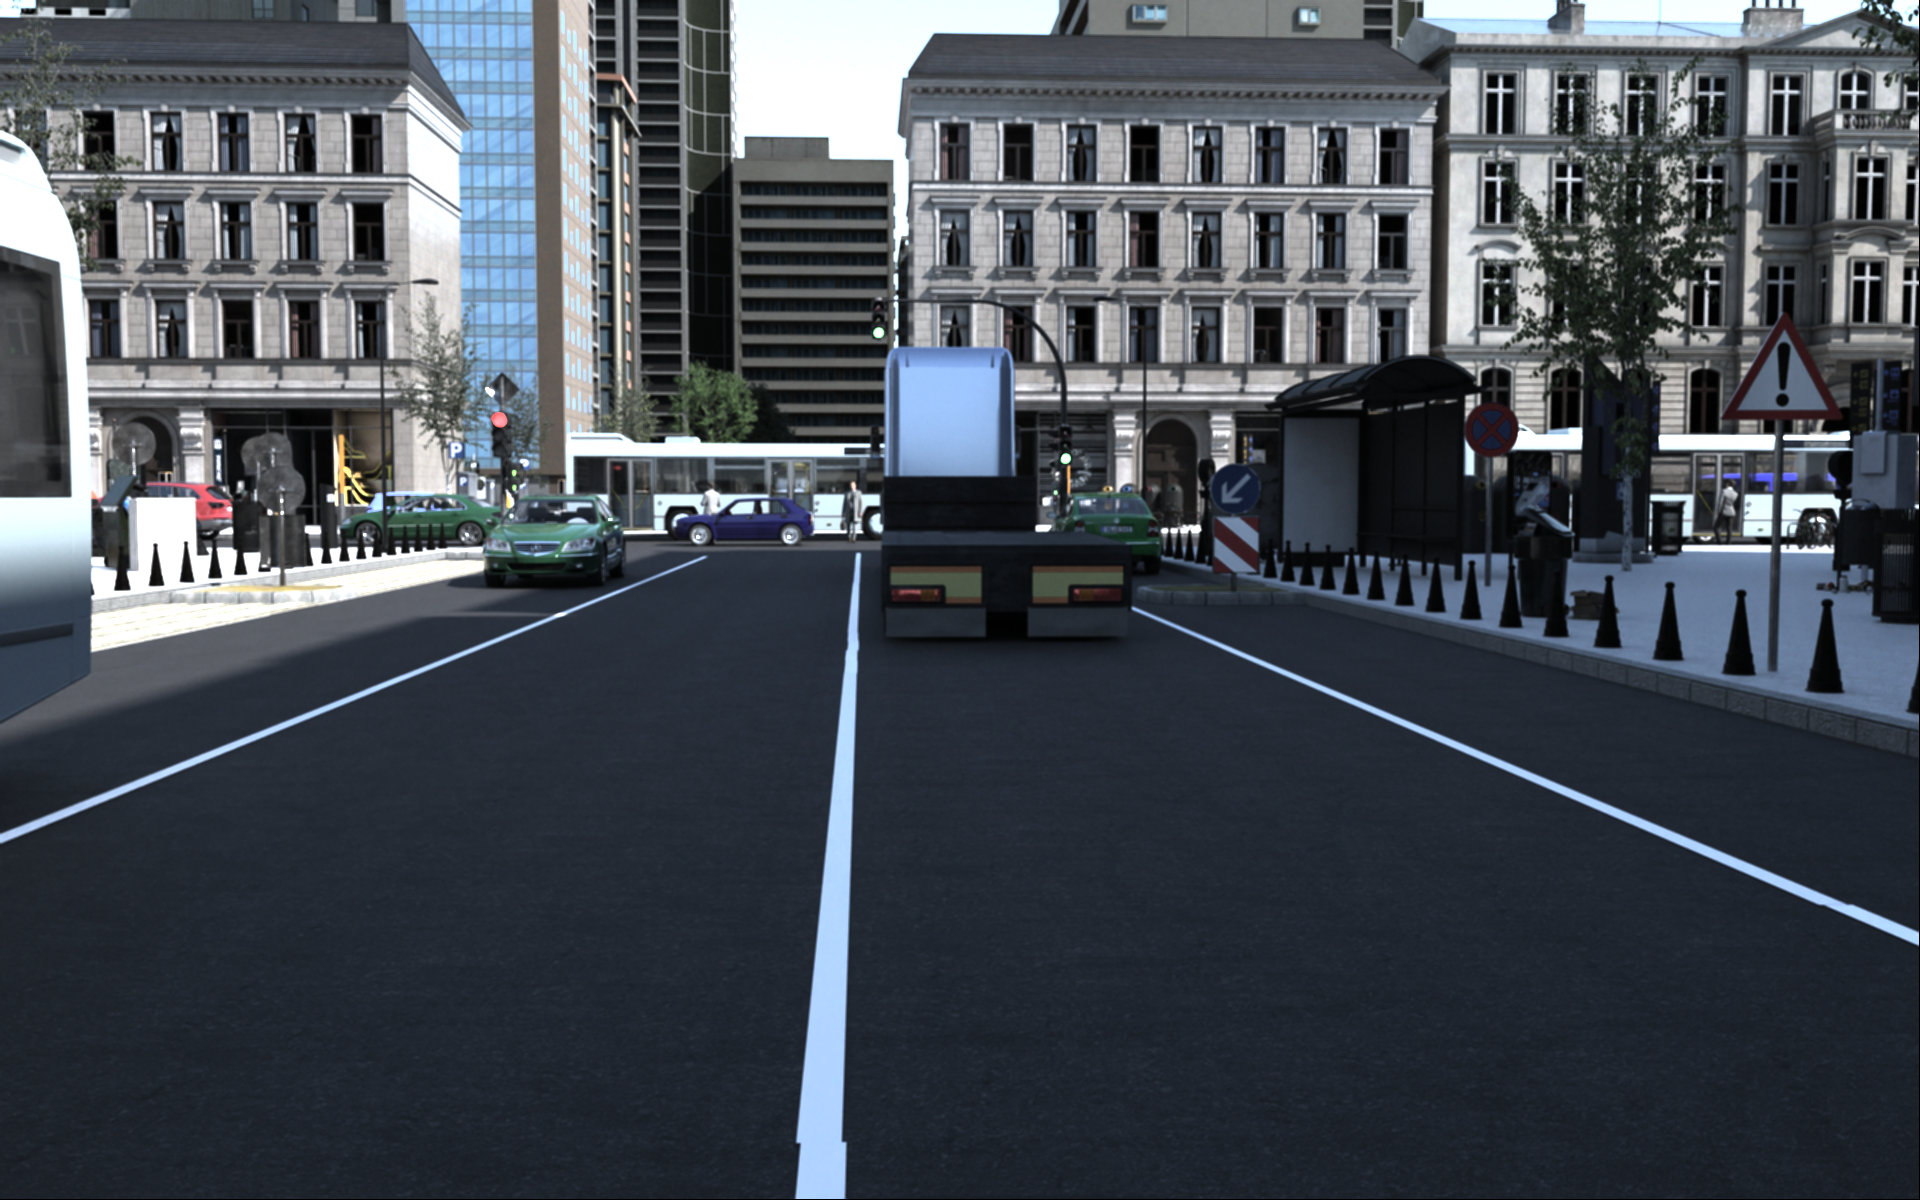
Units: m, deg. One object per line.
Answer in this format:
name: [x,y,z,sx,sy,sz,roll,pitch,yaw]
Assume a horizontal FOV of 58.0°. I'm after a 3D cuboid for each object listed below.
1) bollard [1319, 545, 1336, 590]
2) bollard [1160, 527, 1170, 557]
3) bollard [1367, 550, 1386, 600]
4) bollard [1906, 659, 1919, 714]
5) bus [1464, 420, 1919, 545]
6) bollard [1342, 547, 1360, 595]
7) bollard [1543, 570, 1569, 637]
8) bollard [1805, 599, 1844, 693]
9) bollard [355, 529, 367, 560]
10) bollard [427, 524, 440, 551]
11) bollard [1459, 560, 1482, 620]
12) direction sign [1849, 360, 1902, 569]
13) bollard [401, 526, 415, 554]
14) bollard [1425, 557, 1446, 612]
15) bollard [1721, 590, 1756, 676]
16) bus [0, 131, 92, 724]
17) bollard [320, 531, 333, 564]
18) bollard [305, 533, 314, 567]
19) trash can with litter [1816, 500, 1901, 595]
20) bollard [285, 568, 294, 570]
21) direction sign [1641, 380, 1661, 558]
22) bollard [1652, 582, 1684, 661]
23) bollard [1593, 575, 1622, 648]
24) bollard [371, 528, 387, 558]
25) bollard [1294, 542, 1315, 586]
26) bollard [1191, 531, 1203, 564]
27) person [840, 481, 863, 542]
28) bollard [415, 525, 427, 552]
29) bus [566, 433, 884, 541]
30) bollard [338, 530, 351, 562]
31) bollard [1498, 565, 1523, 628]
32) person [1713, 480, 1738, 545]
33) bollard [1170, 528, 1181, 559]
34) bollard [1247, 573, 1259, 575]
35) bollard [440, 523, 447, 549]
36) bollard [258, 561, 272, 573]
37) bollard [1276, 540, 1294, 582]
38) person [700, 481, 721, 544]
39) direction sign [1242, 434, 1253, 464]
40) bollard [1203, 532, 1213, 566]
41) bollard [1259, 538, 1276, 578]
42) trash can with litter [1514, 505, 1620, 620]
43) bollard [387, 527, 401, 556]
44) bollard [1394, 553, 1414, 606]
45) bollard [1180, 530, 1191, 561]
bollard: [4.942,-0.441,23.257,0.229,0.601,0.229,0,3,0]
bollard: [4.263,-1.177,35.292,0.229,0.601,0.229,0,3,0]
bollard: [5.063,-0.307,21.060,0.229,0.601,0.229,0,3,0]
bollard: [5.683,0.360,10.148,0.229,0.601,0.229,0,3,0]
bus: [19.632,-3.157,46.482,13.247,3.499,2.948,0,4,-3]
bollard: [5.004,-0.373,22.147,0.229,0.601,0.229,0,3,0]
bollard: [5.376,0.027,15.602,0.229,0.601,0.229,0,3,0]
bollard: [5.620,0.294,11.238,0.229,0.601,0.229,0,3,0]
bollard: [-11.725,-1.092,33.902,0.229,0.601,0.229,0,3,0]
bollard: [-12.034,-1.427,39.374,0.229,0.601,0.229,0,3,0]
bollard: [5.249,-0.106,17.777,0.229,0.601,0.229,0,3,0]
direction sign: [15.689,-2.309,29.755,0.379,3.537,0.876,-2,4,-32]
bollard: [-11.911,-1.293,37.188,0.229,0.601,0.229,0,3,0]
bollard: [5.186,-0.173,18.867,0.229,0.601,0.229,0,3,0]
bollard: [5.555,0.227,12.335,0.229,0.601,0.229,0,3,0]
bus: [-5.450,-0.453,2.264,2.948,3.499,13.247,0,4,-3]
bollard: [-11.603,-0.958,31.708,0.229,0.601,0.229,0,3,0]
bollard: [-11.541,-0.892,30.620,0.229,0.601,0.229,0,3,0]
trash can with litter: [12.321,-0.725,22.916,2.233,1.210,1.678,0,4,-4]
bollard: [-11.480,-0.824,29.517,0.229,0.601,0.229,0,3,0]
direction sign: [13.880,-2.623,34.888,0.379,3.537,0.876,0,4,0]
bollard: [5.495,0.160,13.423,0.229,0.601,0.229,0,3,0]
bollard: [5.435,0.093,14.515,0.229,0.601,0.229,0,3,0]
bollard: [-11.789,-1.159,34.998,0.229,0.601,0.229,0,3,0]
bollard: [4.881,-0.508,24.345,0.229,0.601,0.229,0,3,0]
bollard: [4.450,-0.976,32.000,0.229,0.601,0.229,0,3,0]
person: [-3.225,-2.617,51.390,0.694,1.812,0.767,0,4,8]
bollard: [-11.978,-1.361,38.287,0.229,0.601,0.229,0,3,0]
bus: [-5.388,-3.618,54.017,13.247,3.499,2.948,0,4,-5]
bollard: [-11.662,-1.025,32.795,0.229,0.601,0.229,0,3,0]
bollard: [5.312,-0.040,16.690,0.229,0.601,0.229,0,3,0]
person: [19.603,-2.185,44.399,0.592,1.802,0.473,0,4,0]
bollard: [4.322,-1.110,34.189,0.229,0.601,0.229,0,3,0]
bollard: [4.690,-0.710,27.650,0.229,0.601,0.229,0,3,0]
bollard: [-12.095,-1.494,40.463,0.229,0.601,0.229,0,3,0]
bollard: [-11.417,-0.757,28.412,0.229,0.601,0.229,0,3,0]
bollard: [4.819,-0.575,25.442,0.229,0.601,0.229,0,3,0]
person: [-7.208,-2.513,49.780,0.606,1.804,0.583,-3,5,-41]
direction sign: [10.855,-4.493,65.465,0.379,3.537,0.876,2,4,32]
bollard: [4.512,-0.910,30.913,0.229,0.601,0.229,0,3,0]
bollard: [4.758,-0.642,26.542,0.229,0.601,0.229,0,3,0]
trash can with litter: [6.317,-0.405,18.008,1.055,1.170,0.624,3,5,41]
bollard: [-11.850,-1.227,36.096,0.229,0.601,0.229,0,3,0]
bollard: [5.130,-0.240,19.966,0.229,0.601,0.229,0,3,0]
bollard: [4.388,-1.043,33.097,0.229,0.601,0.229,0,3,0]
